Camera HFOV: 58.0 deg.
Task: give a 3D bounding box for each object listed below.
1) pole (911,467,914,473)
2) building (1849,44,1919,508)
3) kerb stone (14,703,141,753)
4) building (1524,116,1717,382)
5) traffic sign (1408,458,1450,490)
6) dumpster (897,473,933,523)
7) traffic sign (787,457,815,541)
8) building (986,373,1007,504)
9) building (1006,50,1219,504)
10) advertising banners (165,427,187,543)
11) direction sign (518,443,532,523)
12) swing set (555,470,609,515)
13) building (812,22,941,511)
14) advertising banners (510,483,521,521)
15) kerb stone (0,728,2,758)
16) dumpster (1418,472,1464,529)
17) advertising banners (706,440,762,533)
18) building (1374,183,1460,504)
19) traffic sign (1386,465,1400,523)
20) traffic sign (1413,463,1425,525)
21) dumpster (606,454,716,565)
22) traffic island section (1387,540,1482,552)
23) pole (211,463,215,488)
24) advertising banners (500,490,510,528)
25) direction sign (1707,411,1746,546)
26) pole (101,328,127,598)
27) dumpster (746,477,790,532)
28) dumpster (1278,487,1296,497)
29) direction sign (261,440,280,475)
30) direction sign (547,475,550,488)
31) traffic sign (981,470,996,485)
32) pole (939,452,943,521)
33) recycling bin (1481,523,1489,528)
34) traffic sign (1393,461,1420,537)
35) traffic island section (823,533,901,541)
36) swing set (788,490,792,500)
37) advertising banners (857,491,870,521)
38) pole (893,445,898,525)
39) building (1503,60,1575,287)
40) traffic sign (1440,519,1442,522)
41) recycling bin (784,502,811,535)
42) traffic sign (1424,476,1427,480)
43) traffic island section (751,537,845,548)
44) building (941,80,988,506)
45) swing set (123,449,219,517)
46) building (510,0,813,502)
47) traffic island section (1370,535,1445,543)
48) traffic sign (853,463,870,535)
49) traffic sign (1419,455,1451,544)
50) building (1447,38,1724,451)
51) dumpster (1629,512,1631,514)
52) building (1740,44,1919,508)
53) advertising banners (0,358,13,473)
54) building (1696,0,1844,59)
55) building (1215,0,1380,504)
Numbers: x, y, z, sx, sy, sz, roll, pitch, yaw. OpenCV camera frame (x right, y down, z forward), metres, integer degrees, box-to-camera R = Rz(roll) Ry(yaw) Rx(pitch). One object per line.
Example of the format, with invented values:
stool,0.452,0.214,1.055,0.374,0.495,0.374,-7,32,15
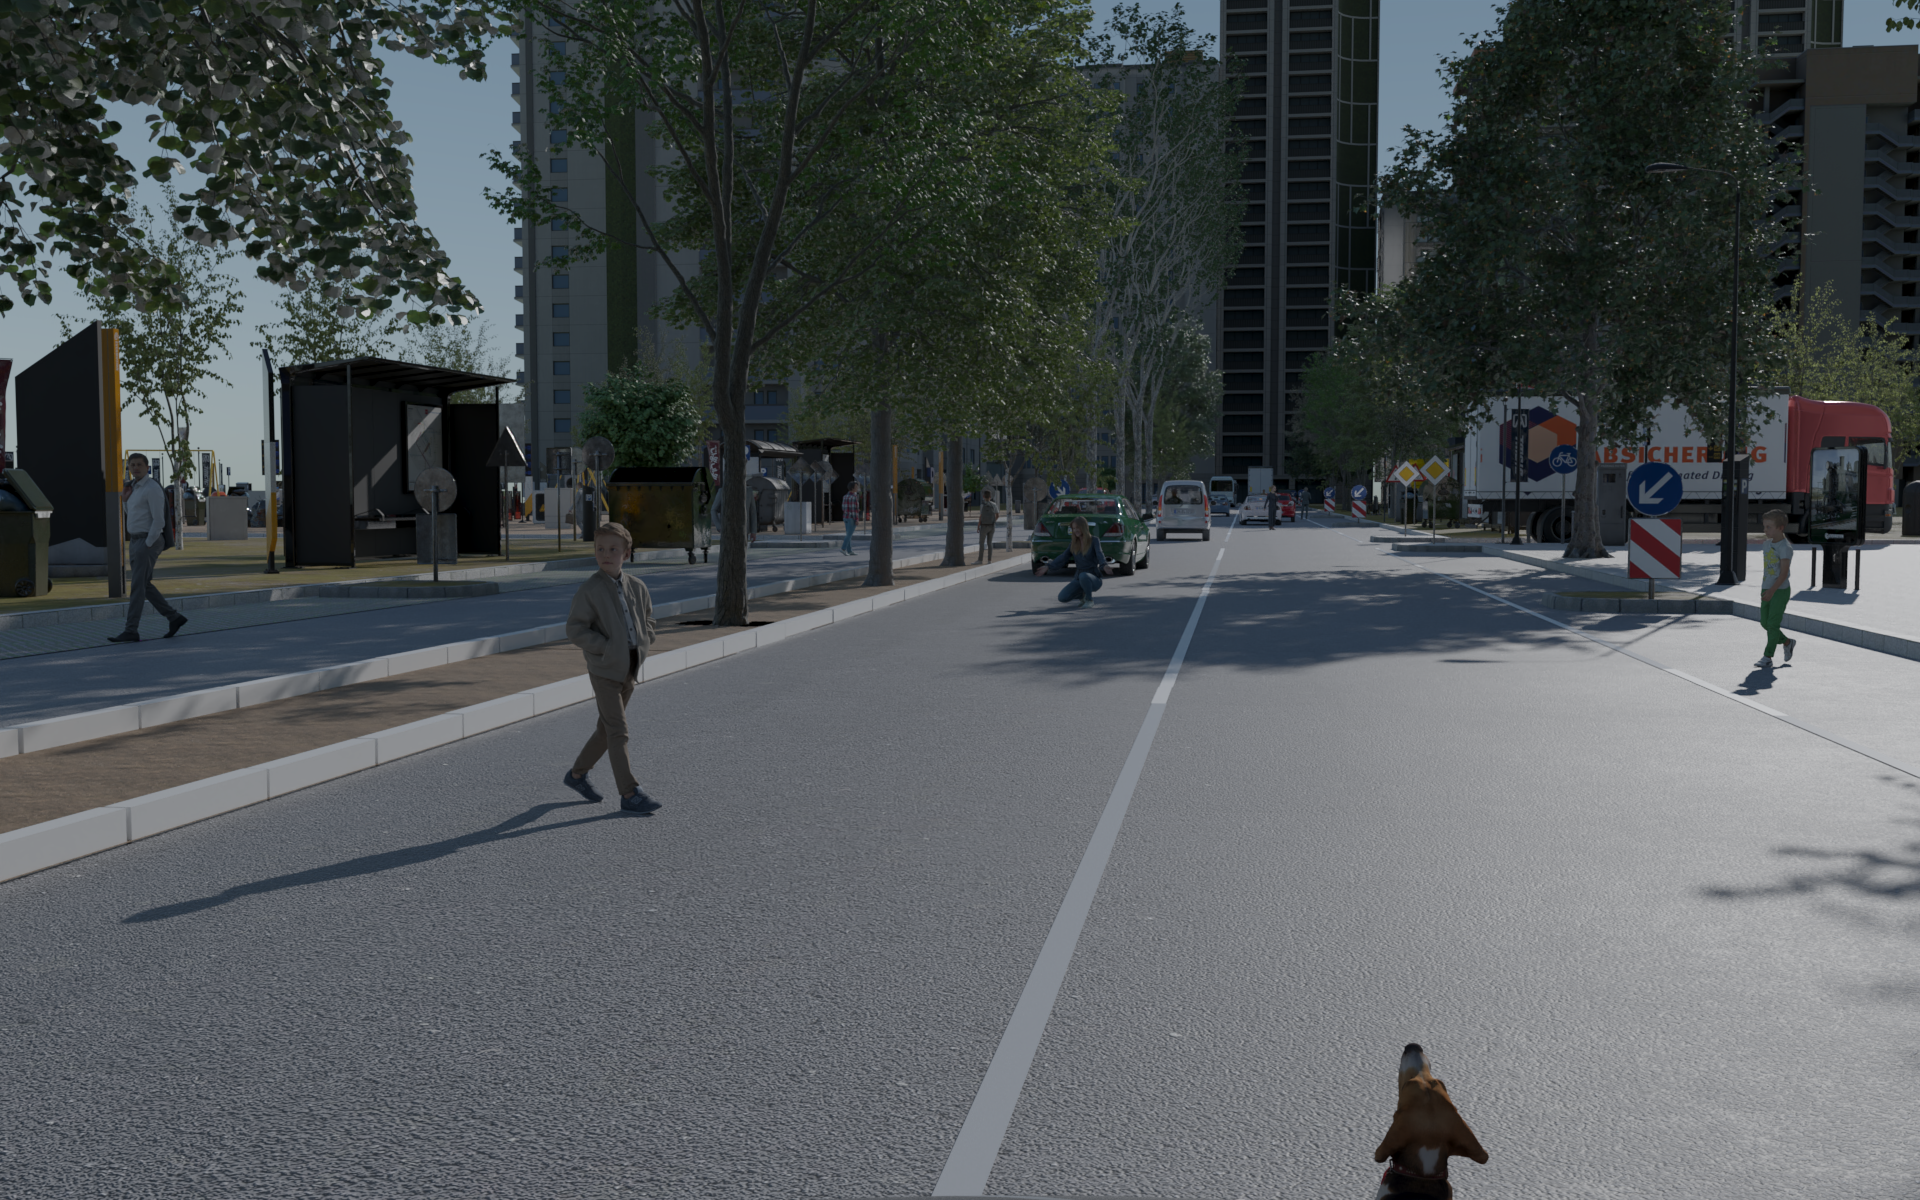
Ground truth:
pole,-3.538,-8.320,129.870,0.158,3.312,0.155,0,3,0
building,97.987,-31.788,169.840,14.200,45.320,14.600,1,4,9
kerb stone,-5.114,0.746,10.001,0.120,0.150,1.000,1,4,9
building,50.579,-22.148,133.814,14.160,30.474,14.107,1,4,9
traffic sign,26.395,-6.346,97.628,2.265,3.308,0.079,1,4,13
dumpster,-2.120,-4.627,78.141,1.502,2.255,1.985,1,4,9
traffic sign,-4.308,-2.648,46.930,0.795,2.450,0.064,1,4,9
building,-5.952,-40.052,244.092,27.495,52.752,28.713,1,4,9
building,20.837,-42.397,235.186,28.212,58.520,21.231,1,4,9
advertising banners,-20.853,-3.033,45.784,2.074,3.025,0.090,3,5,43
direction sign,-19.508,-5.208,77.145,0.876,3.537,0.379,0,4,-2
swing set,-19.445,-5.520,87.871,2.862,2.851,3.119,0,4,6
building,-14.362,-36.947,146.089,21.231,58.520,28.212,1,4,9
advertising banners,-21.597,-5.311,83.024,0.090,3.025,2.074,-3,5,-39
kerb stone,-5.287,0.808,8.980,0.120,0.150,1.000,1,4,9
dumpster,18.109,-3.838,65.245,1.502,2.255,1.985,1,4,9
advertising banners,-7.375,-3.690,56.513,2.074,3.025,0.090,-3,4,-38
building,61.878,-33.179,226.077,14.086,41.232,14.154,1,4,9
traffic sign,19.482,-4.738,77.470,0.884,2.594,0.081,1,4,16
traffic sign,18.954,-4.414,72.165,0.884,2.594,0.081,1,4,17
dumpster,-6.126,-1.866,35.465,1.985,2.255,1.502,1,4,10
traffic island section,12.136,-1.346,44.286,2.009,0.180,2.903,1,4,9
pole,-49.128,-7.345,113.934,0.158,3.312,0.155,0,3,0
advertising banners,-17.515,-4.256,65.780,0.090,3.025,2.074,0,4,0
direction sign,18.999,-3.118,42.981,0.876,3.537,0.379,1,4,20
pole,-10.471,-1.687,21.429,0.158,3.312,0.155,0,3,0
dumpster,-6.613,-3.254,58.969,1.264,1.857,1.865,1,4,10
dumpster,36.715,-11.601,194.624,1.985,2.255,1.502,1,4,9
direction sign,-28.655,-4.896,72.048,0.876,3.537,0.379,1,4,17
direction sign,-31.847,-8.687,134.024,0.379,3.537,0.876,-2,4,-25
traffic sign,1.548,-5.817,95.108,0.884,2.594,0.081,1,4,10
pole,-0.915,-5.474,83.337,0.158,3.312,0.155,0,3,0
recycling bin,20.512,-3.295,66.425,0.722,1.027,0.722,-2,4,-24
traffic sign,13.411,-2.963,52.092,0.795,2.450,0.064,1,4,9
traffic island section,-3.034,-1.994,54.875,2.009,0.180,2.903,1,4,9
swing set,-7.637,-5.611,89.360,2.862,2.851,3.119,0,4,6
advertising banners,-4.425,-5.282,82.545,0.090,3.025,2.074,1,4,22
pole,-2.706,-4.790,72.164,0.158,3.312,0.155,0,3,0
building,52.950,-28.381,147.630,14.154,41.232,14.086,1,4,9
traffic sign,21.808,-4.791,78.447,0.768,2.556,0.104,1,4,19
recycling bin,-5.166,-2.608,55.194,0.722,1.027,0.722,1,4,9
traffic sign,26.441,-5.941,97.247,0.768,2.556,0.104,1,4,11
traffic island section,-4.333,-1.512,46.996,2.009,0.180,2.903,1,4,9
building,-8.554,-45.551,183.004,20.611,71.187,20.563,1,4,9
swing set,-27.671,-3.879,61.037,3.119,2.851,2.862,-1,4,-13
building,-32.737,-39.518,188.118,28.212,58.520,21.231,1,4,9
traffic island section,13.435,-1.828,52.166,2.009,0.180,2.903,1,4,9
traffic sign,-3.010,-3.129,54.809,0.795,2.450,0.064,1,4,9
traffic sign,12.112,-2.481,44.213,0.795,2.450,0.064,1,4,9
building,59.640,-31.408,168.148,22.147,44.769,28.867,1,4,9
dumpster,20.340,-3.183,54.534,1.502,2.255,1.985,1,4,9
building,83.900,-31.900,171.680,14.200,45.320,14.600,1,4,9
advertising banners,-13.005,-1.564,21.762,2.074,3.025,0.090,-3,5,-40
building,100.923,-47.934,221.977,20.611,71.187,20.563,1,4,9
building,44.875,-48.458,230.543,20.611,71.187,20.563,1,4,9
